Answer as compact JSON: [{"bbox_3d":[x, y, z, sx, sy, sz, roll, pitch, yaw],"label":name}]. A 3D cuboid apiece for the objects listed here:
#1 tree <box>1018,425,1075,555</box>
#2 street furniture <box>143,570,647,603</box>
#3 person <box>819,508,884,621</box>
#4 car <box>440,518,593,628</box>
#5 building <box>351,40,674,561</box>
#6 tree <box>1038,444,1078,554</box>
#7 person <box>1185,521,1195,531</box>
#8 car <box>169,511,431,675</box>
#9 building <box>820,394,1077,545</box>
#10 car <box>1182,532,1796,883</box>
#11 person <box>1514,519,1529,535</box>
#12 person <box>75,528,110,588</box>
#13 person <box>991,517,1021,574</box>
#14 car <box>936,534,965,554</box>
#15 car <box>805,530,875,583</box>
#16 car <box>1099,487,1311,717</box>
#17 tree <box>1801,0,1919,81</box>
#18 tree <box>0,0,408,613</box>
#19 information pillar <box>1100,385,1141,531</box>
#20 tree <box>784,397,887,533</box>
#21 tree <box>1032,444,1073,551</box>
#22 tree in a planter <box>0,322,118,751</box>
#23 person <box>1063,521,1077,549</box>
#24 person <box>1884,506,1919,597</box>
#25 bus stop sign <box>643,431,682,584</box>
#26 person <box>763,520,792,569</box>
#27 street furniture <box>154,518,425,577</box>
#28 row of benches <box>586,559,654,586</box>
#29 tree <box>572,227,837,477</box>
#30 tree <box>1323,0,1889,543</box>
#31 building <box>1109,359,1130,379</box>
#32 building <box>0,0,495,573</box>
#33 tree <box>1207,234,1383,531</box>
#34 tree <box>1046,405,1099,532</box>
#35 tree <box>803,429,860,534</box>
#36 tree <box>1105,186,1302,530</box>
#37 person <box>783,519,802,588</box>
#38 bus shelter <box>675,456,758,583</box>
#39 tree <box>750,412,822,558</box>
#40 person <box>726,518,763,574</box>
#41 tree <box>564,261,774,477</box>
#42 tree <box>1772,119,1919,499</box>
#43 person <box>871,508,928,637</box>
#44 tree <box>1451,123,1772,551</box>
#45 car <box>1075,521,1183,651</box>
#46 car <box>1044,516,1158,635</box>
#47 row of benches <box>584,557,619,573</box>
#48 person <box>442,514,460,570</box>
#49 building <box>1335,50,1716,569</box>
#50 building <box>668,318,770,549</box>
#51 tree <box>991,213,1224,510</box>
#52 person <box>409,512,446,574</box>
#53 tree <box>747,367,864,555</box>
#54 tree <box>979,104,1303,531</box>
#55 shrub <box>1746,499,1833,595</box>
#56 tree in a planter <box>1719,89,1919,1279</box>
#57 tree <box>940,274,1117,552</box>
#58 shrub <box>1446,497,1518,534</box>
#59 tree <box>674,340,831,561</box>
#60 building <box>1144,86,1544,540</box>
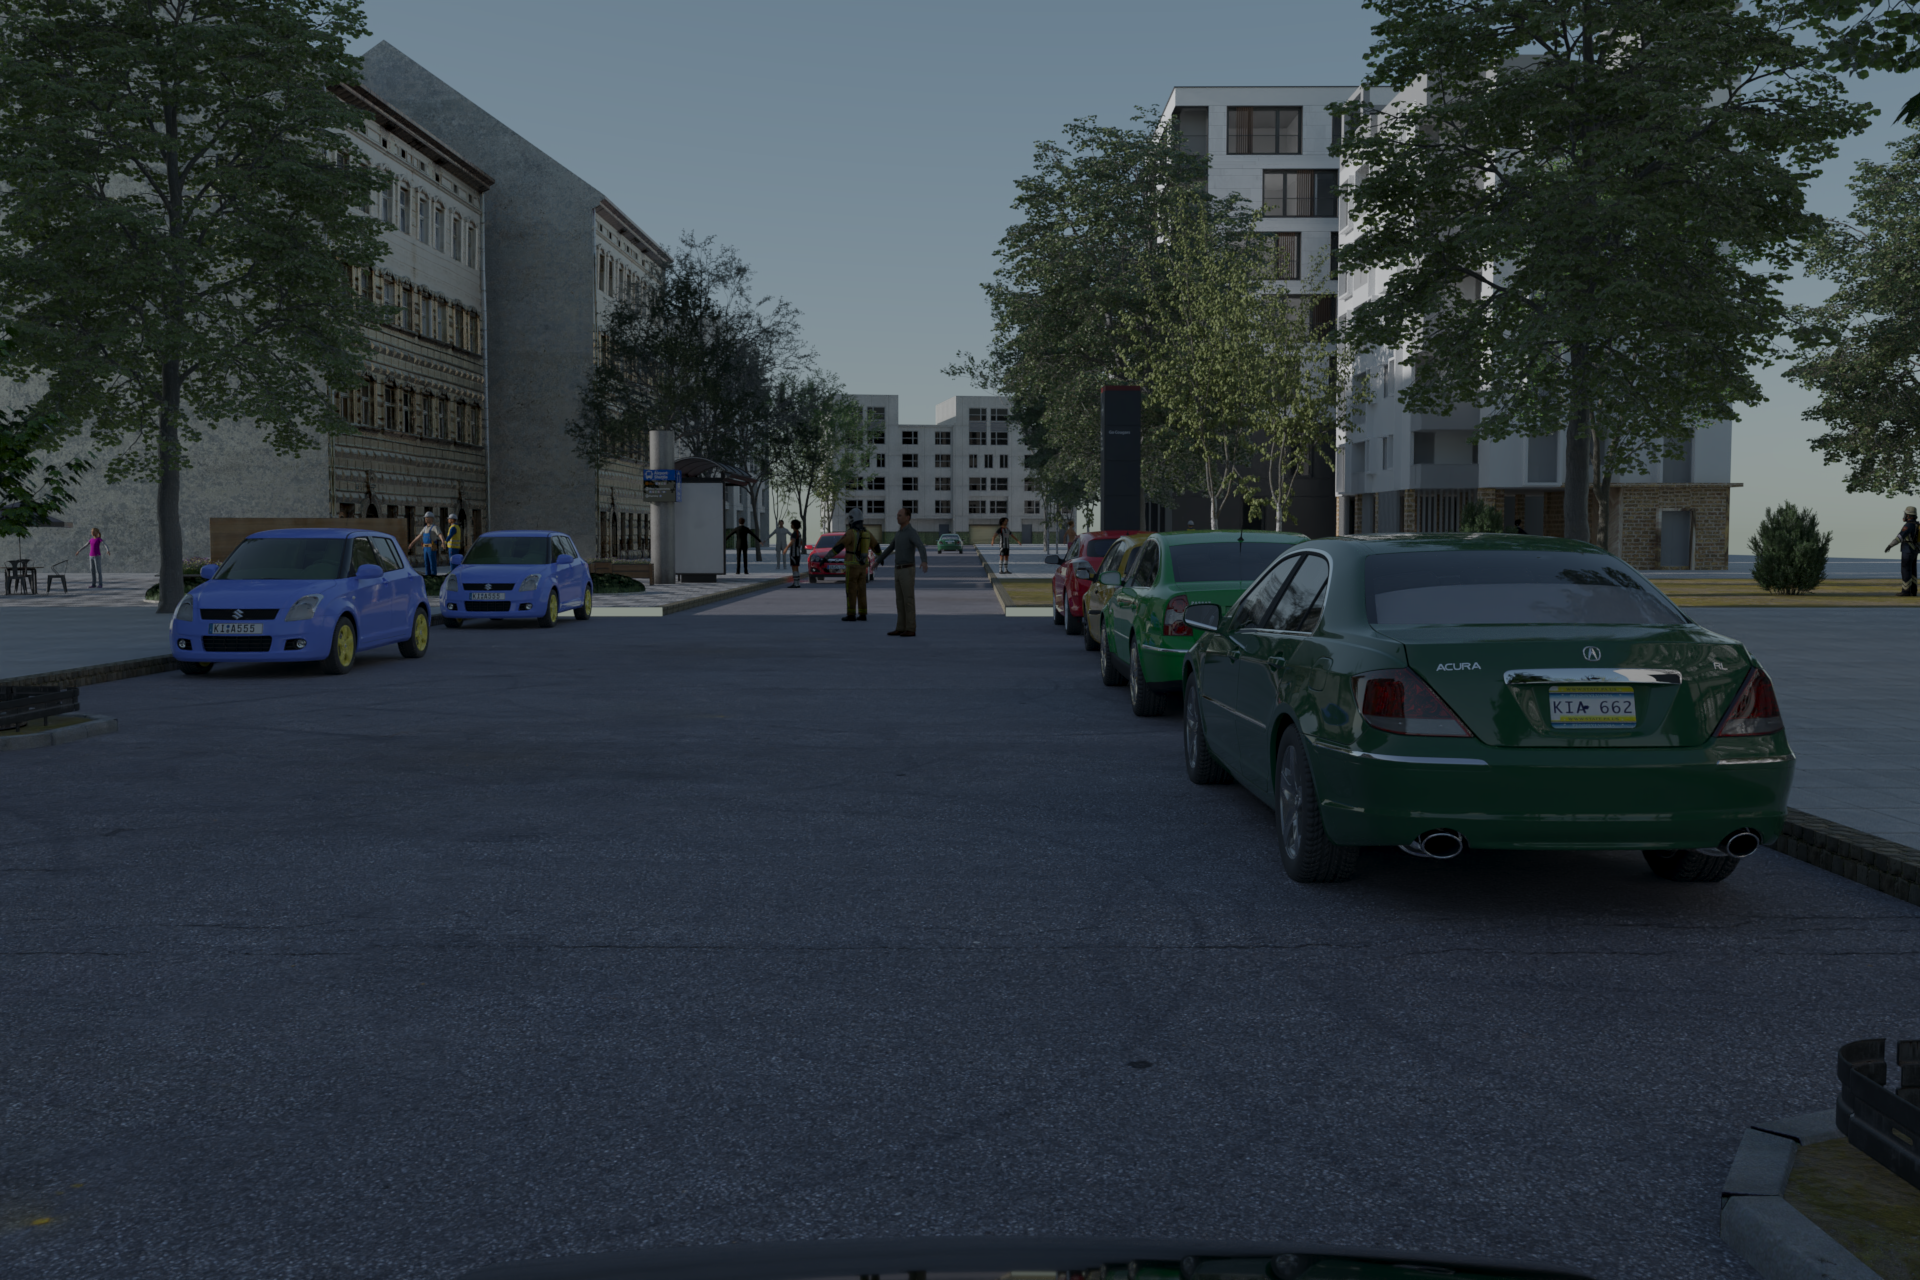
[{"bbox_3d":[5.487,-9.625,107.728,4.360,8.622,3.978,0,3,0],"label":"tree"},{"bbox_3d":[-11.753,-1.274,36.449,10.072,0.657,5.734,-2,4,-30],"label":"street furniture"},{"bbox_3d":[-1.728,-1.241,28.524,1.354,1.858,0.705,-3,5,-43],"label":"person"},{"bbox_3d":[-7.037,-1.103,27.618,1.945,1.707,3.694,0,4,0],"label":"car"},{"bbox_3d":[-25.528,-15.639,86.632,19.493,23.208,18.063,0,4,0],"label":"building"},{"bbox_3d":[6.542,-9.900,112.223,4.737,8.622,4.395,0,3,0],"label":"tree"},{"bbox_3d":[8.425,-3.493,63.578,1.216,1.772,0.721,-1,4,-13],"label":"person"},{"bbox_3d":[-7.076,-0.561,18.769,1.945,1.707,3.694,0,4,1],"label":"car"},{"bbox_3d":[-1.912,-21.938,227.606,31.486,18.905,16.747,-1,4,-10],"label":"building"},{"bbox_3d":[2.248,0.198,8.555,2.131,1.459,4.920,0,4,-1],"label":"car"},{"bbox_3d":[17.099,-2.827,52.937,0.721,1.740,1.216,-3,5,-42],"label":"person"},{"bbox_3d":[-20.562,-1.948,41.111,0.991,1.433,0.599,1,4,17],"label":"person"},{"bbox_3d":[1.446,-3.032,55.713,1.345,1.843,0.704,-3,5,-45],"label":"person"},{"bbox_3d":[-0.704,-7.001,126.265,2.131,1.459,4.920,0,4,1],"label":"car"},{"bbox_3d":[-3.544,-2.634,52.108,2.155,1.783,4.494,0,4,0],"label":"car"},{"bbox_3d":[2.233,-0.378,14.970,1.959,1.807,4.718,0,4,-1],"label":"car"},{"bbox_3d":[7.992,-5.605,9.762,7.486,12.596,7.792,0,3,0],"label":"tree"},{"bbox_3d":[-12.650,-6.732,28.190,7.486,12.596,7.792,0,3,0],"label":"tree"},{"bbox_3d":[2.823,-2.516,30.516,0.750,3.857,0.750,0,4,-2],"label":"information pillar"},{"bbox_3d":[-9.556,-12.379,128.155,9.928,11.665,9.643,0,3,0],"label":"tree"},{"bbox_3d":[6.052,-8.982,97.216,4.737,8.622,4.395,0,3,0],"label":"tree"},{"bbox_3d":[-7.125,-0.906,12.033,1.991,3.239,1.994,0,4,0],"label":"tree in a planter"},{"bbox_3d":[3.795,-3.126,57.921,0.721,1.733,1.217,-2,4,-29],"label":"person"},{"bbox_3d":[19.535,-1.828,35.671,1.354,1.856,0.705,-2,4,-31],"label":"person"},{"bbox_3d":[-7.617,-3.386,44.384,0.837,3.901,0.837,0,4,1],"label":"bus stop sign"},{"bbox_3d":[-6.520,-3.488,63.215,1.347,1.806,0.705,0,4,-3],"label":"person"},{"bbox_3d":[-19.655,-2.523,48.103,9.812,1.723,11.010,-1,4,-23],"label":"street furniture"},{"bbox_3d":[-9.527,-1.688,43.059,4.104,0.672,1.422,0,4,-6],"label":"row of benches"},{"bbox_3d":[-10.179,-9.724,69.357,12.009,13.543,11.850,0,3,0],"label":"tree"},{"bbox_3d":[8.873,-6.512,24.599,7.486,12.596,7.792,0,3,0],"label":"tree"},{"bbox_3d":[23.976,-18.459,168.256,16.747,18.905,31.486,0,3,0],"label":"building"},{"bbox_3d":[-29.698,-14.336,65.316,19.493,23.208,18.063,0,4,1],"label":"building"},{"bbox_3d":[8.285,-5.701,43.568,4.737,8.622,4.395,0,3,0],"label":"tree"},{"bbox_3d":[5.937,-8.104,82.865,4.737,8.622,4.395,0,3,0],"label":"tree"},{"bbox_3d":[-9.211,-10.370,119.905,4.737,8.622,4.395,0,3,0],"label":"tree"},{"bbox_3d":[5.301,-5.264,36.425,4.737,8.622,4.395,0,3,0],"label":"tree"},{"bbox_3d":[-4.389,-2.279,45.868,0.704,1.843,1.345,1,4,10],"label":"person"},{"bbox_3d":[-6.921,-3.305,47.963,2.014,3.302,5.546,0,4,0],"label":"bus shelter"},{"bbox_3d":[-10.150,-8.831,94.756,4.360,8.622,3.978,0,3,0],"label":"tree"},{"bbox_3d":[-6.936,-2.991,55.097,1.347,1.806,0.705,0,4,-7],"label":"person"},{"bbox_3d":[-9.820,-7.601,58.684,7.601,10.594,8.767,-1,4,-14],"label":"tree"},{"bbox_3d":[27.902,-8.644,47.988,9.857,13.997,8.962,0,3,0],"label":"tree"},{"bbox_3d":[-0.798,-0.952,24.289,0.705,1.796,1.348,-2,4,-35],"label":"person"},{"bbox_3d":[16.534,-7.252,44.319,9.928,11.665,9.643,0,3,0],"label":"tree"},{"bbox_3d":[2.389,-0.604,20.105,2.015,1.641,3.980,0,4,-1],"label":"car"},{"bbox_3d":[2.376,-1.043,26.096,2.155,1.783,4.494,0,4,0],"label":"car"},{"bbox_3d":[-10.882,-1.873,46.093,4.104,0.672,1.422,-1,4,-17],"label":"row of benches"},{"bbox_3d":[-13.922,-2.541,47.517,0.705,1.833,1.349,0,4,-2],"label":"person"},{"bbox_3d":[21.455,-13.309,74.030,16.016,20.090,11.380,0,4,0],"label":"building"},{"bbox_3d":[-27.623,-17.769,156.983,16.747,18.905,31.486,0,4,1],"label":"building"},{"bbox_3d":[6.057,-9.994,70.065,9.857,13.997,8.962,0,3,0],"label":"tree"},{"bbox_3d":[-13.534,-2.344,44.174,1.347,1.847,0.705,2,4,33],"label":"person"},{"bbox_3d":[-9.857,-11.188,108.680,9.928,11.665,9.643,0,3,0],"label":"tree"},{"bbox_3d":[5.483,-8.896,52.112,9.857,13.997,8.962,0,3,0],"label":"tree"},{"bbox_3d":[17.463,-1.960,36.473,1.690,2.028,1.600,0,3,0],"label":"shrub"},{"bbox_3d":[2.541,-0.356,3.045,1.991,3.239,1.994,0,4,0],"label":"tree in a planter"},{"bbox_3d":[4.948,-16.551,126.504,12.611,20.169,13.585,0,3,0],"label":"tree"},{"bbox_3d":[10.825,-1.964,36.157,1.661,2.075,1.752,0,3,0],"label":"shrub"},{"bbox_3d":[-9.689,-8.997,81.518,7.601,10.594,8.767,3,5,45],"label":"tree"},{"bbox_3d":[23.866,-15.389,95.580,27.936,21.610,32.646,0,4,1],"label":"building"}]
